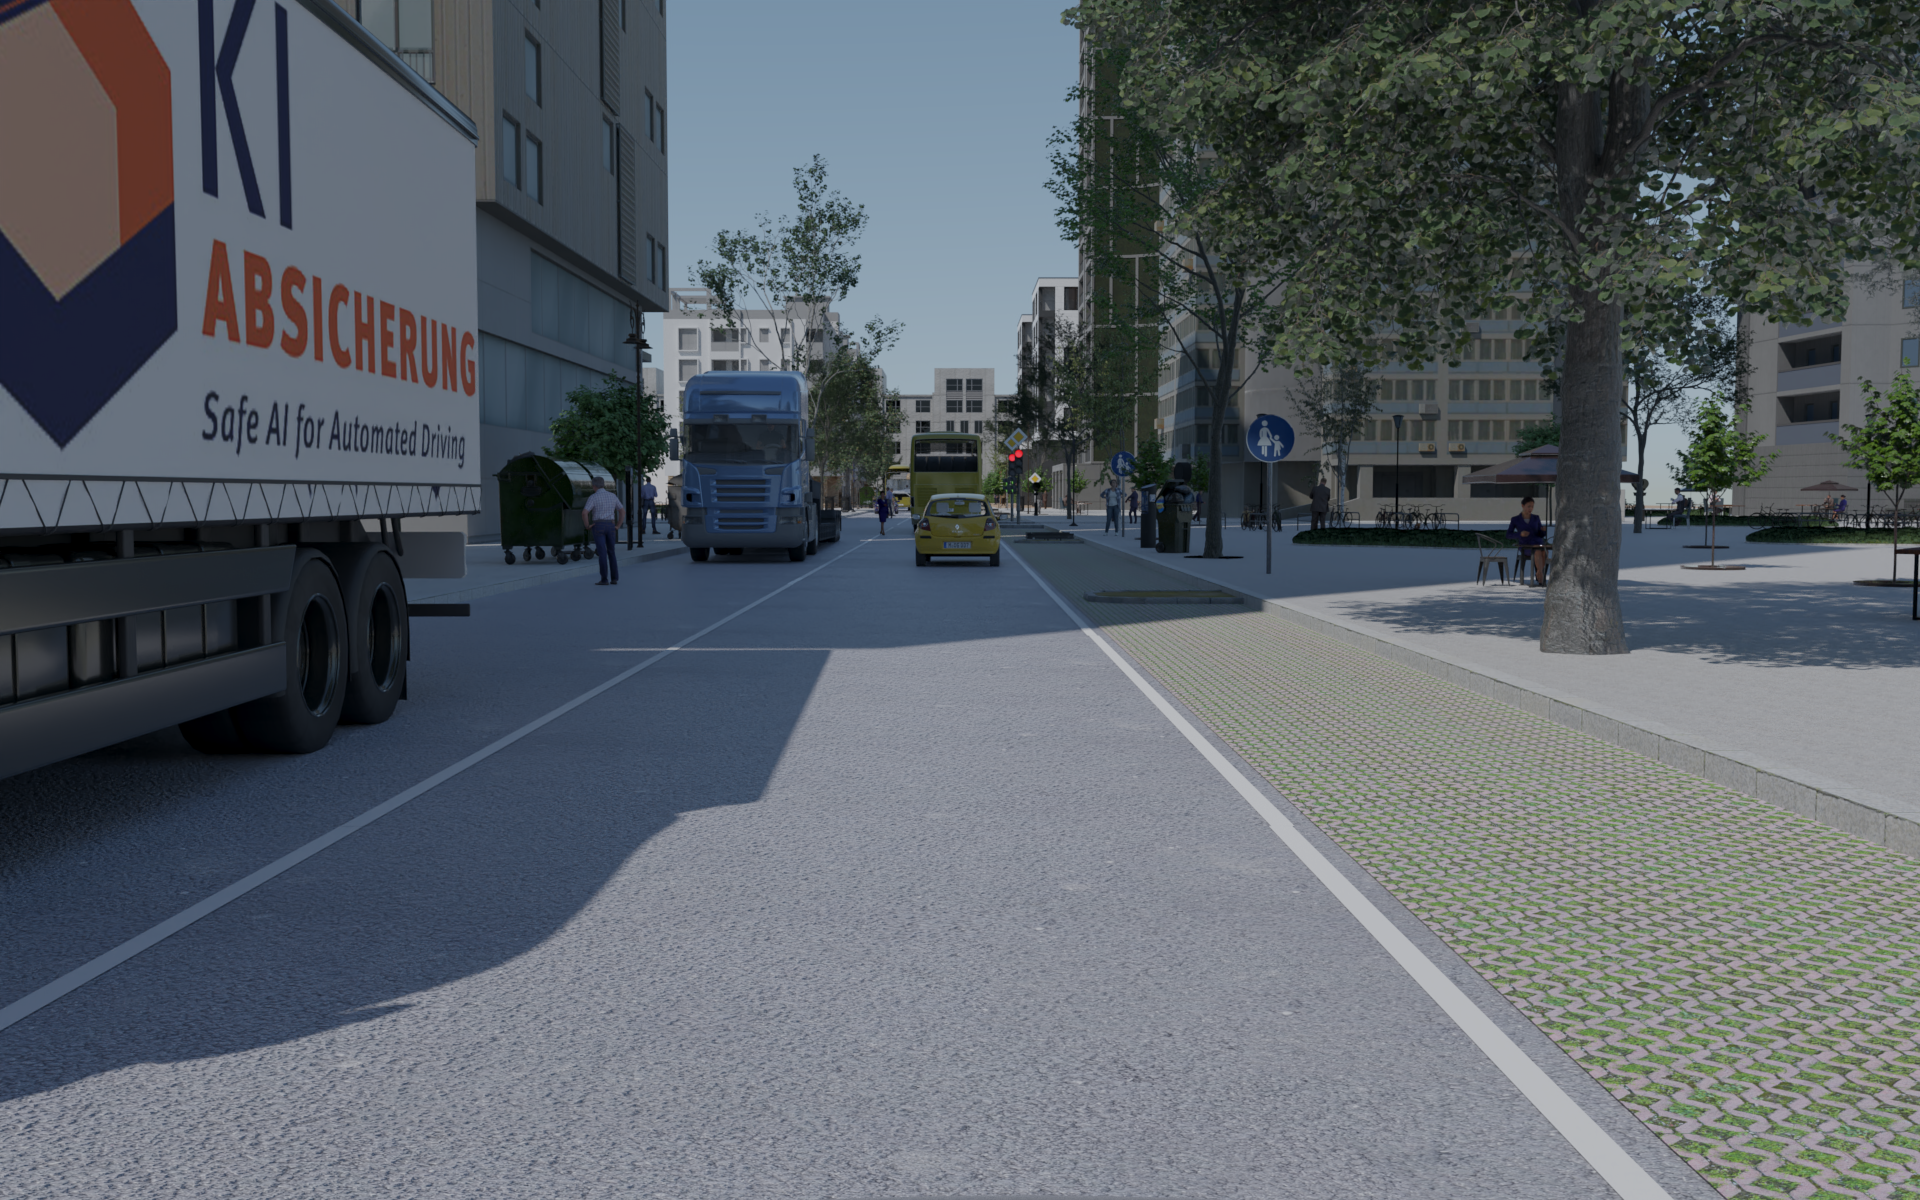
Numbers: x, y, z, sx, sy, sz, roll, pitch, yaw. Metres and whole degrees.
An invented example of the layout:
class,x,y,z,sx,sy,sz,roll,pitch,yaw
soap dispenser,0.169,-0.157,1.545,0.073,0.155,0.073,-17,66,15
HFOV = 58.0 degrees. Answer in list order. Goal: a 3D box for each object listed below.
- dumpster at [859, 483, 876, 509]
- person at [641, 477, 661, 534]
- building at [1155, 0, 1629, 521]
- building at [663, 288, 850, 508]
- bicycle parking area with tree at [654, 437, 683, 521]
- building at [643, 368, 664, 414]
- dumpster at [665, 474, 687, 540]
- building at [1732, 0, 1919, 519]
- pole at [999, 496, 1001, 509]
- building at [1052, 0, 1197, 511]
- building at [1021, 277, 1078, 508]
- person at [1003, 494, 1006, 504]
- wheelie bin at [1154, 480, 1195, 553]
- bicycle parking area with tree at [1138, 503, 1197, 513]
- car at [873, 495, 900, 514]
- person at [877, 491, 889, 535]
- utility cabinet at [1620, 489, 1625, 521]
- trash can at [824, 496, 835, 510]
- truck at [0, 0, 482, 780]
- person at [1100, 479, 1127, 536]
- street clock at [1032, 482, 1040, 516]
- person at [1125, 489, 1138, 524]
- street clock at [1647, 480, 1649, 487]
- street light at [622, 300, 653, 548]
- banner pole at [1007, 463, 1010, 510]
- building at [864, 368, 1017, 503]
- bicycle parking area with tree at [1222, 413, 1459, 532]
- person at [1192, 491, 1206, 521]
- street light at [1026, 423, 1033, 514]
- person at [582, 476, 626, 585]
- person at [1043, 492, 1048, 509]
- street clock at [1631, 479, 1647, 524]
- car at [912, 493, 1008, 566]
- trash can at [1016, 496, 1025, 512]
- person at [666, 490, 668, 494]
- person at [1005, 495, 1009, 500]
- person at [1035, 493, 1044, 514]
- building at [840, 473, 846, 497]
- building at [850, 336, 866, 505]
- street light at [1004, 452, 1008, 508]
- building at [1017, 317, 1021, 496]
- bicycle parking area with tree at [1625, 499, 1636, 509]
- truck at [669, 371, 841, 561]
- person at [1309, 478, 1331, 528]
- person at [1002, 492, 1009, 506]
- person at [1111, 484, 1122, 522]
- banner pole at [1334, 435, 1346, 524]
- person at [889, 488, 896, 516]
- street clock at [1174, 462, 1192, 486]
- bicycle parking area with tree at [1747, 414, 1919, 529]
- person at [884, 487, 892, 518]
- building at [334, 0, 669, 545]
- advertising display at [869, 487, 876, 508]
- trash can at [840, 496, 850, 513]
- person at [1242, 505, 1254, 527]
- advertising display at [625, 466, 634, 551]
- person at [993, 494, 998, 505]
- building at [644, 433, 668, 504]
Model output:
class,x,y,z,sx,sy,sz,roll,pitch,yaw
dumpster,-8.258,-9.236,153.502,1.502,2.255,1.985,0,3,0
person,-9.933,-3.028,55.414,0.709,1.838,0.599,0,4,-2
building,23.999,-24.822,97.713,23.993,40.220,32.217,0,4,0
building,-18.955,-18.757,163.092,16.016,20.091,11.380,0,4,0
bicycle parking area with tree,-16.327,-6.044,85.819,8.231,4.147,9.016,1,4,14
building,-35.108,-23.487,250.474,31.486,18.905,16.747,0,4,0
dumpster,-7.680,-2.674,49.480,1.264,1.857,1.865,0,4,0
building,59.874,-33.667,92.453,28.212,58.520,21.231,0,4,0
pole,3.567,-9.730,152.928,0.158,3.312,0.155,0,3,0
building,18.381,-42.943,140.376,20.563,71.187,20.611,0,4,0
building,21.274,-20.533,179.682,27.936,21.610,32.646,0,4,0
person,5.416,-12.749,214.577,0.705,1.812,1.348,-2,4,-28
wheelie bin,4.707,-1.827,37.787,0.693,1.594,0.980,3,5,43
bicycle parking area with tree,16.941,-8.355,123.600,8.231,4.147,9.016,-1,4,-20
car,-5.307,-6.880,125.061,1.945,1.354,3.894,0,4,-2
person,-2.610,-3.018,60.212,0.546,1.535,0.453,3,4,36
utility cabinet,30.409,-4.414,80.853,1.173,1.500,0.318,2,4,25
trash can,-8.386,-6.093,111.276,0.748,1.137,0.748,0,3,0
truck,-4.647,-1.133,7.440,2.839,4.237,11.283,0,4,-2
person,4.724,-2.857,53.470,0.841,1.734,0.376,1,4,12
street clock,4.507,-5.995,102.593,0.471,2.002,0.358,-1,4,-17
person,7.605,-4.165,77.044,0.568,1.767,0.683,2,4,29
street clock,32.078,-4.698,81.375,0.471,2.002,0.358,0,4,3
street light,-7.667,-4.193,41.350,0.468,5.910,1.993,0,4,0
banner pole,4.026,-9.189,140.254,0.401,3.779,0.863,-3,5,-43
building,-3.625,-23.546,251.430,31.486,18.905,16.747,0,4,0
bicycle parking area with tree,13.303,-4.596,62.147,8.231,4.147,9.016,0,4,2
person,11.243,-4.430,81.174,0.600,1.496,0.574,2,4,30
street light,4.391,-8.463,111.162,0.468,5.910,1.993,0,4,0
person,-5.644,-1.090,27.264,0.756,1.711,0.436,-2,4,-34
person,7.164,-8.444,146.369,0.482,1.546,0.388,-2,4,-30
street clock,29.048,-4.265,74.307,0.471,2.002,0.358,0,4,-2
car,-0.015,-1.559,35.715,2.015,1.641,3.980,0,4,1
trash can,4.382,-6.994,126.010,0.748,1.137,0.748,0,3,0
person,-15.220,-5.124,91.283,0.566,1.644,0.517,2,4,25
person,5.887,-13.436,226.434,1.217,1.736,0.721,-1,4,-18
person,5.077,-6.381,110.498,0.598,1.807,0.434,-1,4,-23
building,-16.001,-14.738,183.112,9.099,9.664,28.070,0,4,0
building,-19.659,-21.212,203.235,16.016,20.091,11.380,0,4,0
street light,4.130,-11.140,154.923,0.468,5.910,1.993,0,4,0
building,20.883,-22.573,213.035,27.936,21.610,32.646,0,4,0
bicycle parking area with tree,43.837,-8.253,121.939,9.016,4.147,8.231,3,5,44
truck,-4.639,-3.300,43.713,2.967,4.110,18.799,0,4,-1
person,10.080,-2.560,48.581,0.565,1.739,0.600,-1,4,-16
person,4.869,-11.516,194.418,1.348,1.812,0.705,-1,4,-16
person,7.280,-4.554,80.362,0.599,1.838,0.709,-1,4,-10
banner pole,16.142,-5.096,73.337,0.401,3.779,0.863,-1,4,-17
person,-4.425,-6.362,112.649,0.434,1.807,0.598,-1,4,-20
street clock,5.060,-2.129,39.386,0.358,2.002,0.471,-1,4,-20
bicycle parking area with tree,32.596,-4.437,59.547,9.016,4.147,8.231,1,4,10
person,-4.294,-5.724,101.960,0.599,1.838,0.709,2,4,32
building,-24.693,-28.537,55.821,27.495,52.752,28.713,0,4,0
advertising display,-8.071,-9.242,156.318,0.974,1.923,0.123,-1,4,-11
trash can,-7.970,-6.651,120.398,0.748,1.137,0.748,0,3,0
person,11.206,-3.271,67.444,0.347,0.859,0.695,2,4,30
advertising display,-7.574,-2.111,39.724,0.123,1.923,0.974,0,4,-7
person,4.126,-12.223,206.420,0.750,1.759,0.617,-3,5,-39
building,-49.520,-17.290,224.831,28.070,9.664,9.099,0,4,0
